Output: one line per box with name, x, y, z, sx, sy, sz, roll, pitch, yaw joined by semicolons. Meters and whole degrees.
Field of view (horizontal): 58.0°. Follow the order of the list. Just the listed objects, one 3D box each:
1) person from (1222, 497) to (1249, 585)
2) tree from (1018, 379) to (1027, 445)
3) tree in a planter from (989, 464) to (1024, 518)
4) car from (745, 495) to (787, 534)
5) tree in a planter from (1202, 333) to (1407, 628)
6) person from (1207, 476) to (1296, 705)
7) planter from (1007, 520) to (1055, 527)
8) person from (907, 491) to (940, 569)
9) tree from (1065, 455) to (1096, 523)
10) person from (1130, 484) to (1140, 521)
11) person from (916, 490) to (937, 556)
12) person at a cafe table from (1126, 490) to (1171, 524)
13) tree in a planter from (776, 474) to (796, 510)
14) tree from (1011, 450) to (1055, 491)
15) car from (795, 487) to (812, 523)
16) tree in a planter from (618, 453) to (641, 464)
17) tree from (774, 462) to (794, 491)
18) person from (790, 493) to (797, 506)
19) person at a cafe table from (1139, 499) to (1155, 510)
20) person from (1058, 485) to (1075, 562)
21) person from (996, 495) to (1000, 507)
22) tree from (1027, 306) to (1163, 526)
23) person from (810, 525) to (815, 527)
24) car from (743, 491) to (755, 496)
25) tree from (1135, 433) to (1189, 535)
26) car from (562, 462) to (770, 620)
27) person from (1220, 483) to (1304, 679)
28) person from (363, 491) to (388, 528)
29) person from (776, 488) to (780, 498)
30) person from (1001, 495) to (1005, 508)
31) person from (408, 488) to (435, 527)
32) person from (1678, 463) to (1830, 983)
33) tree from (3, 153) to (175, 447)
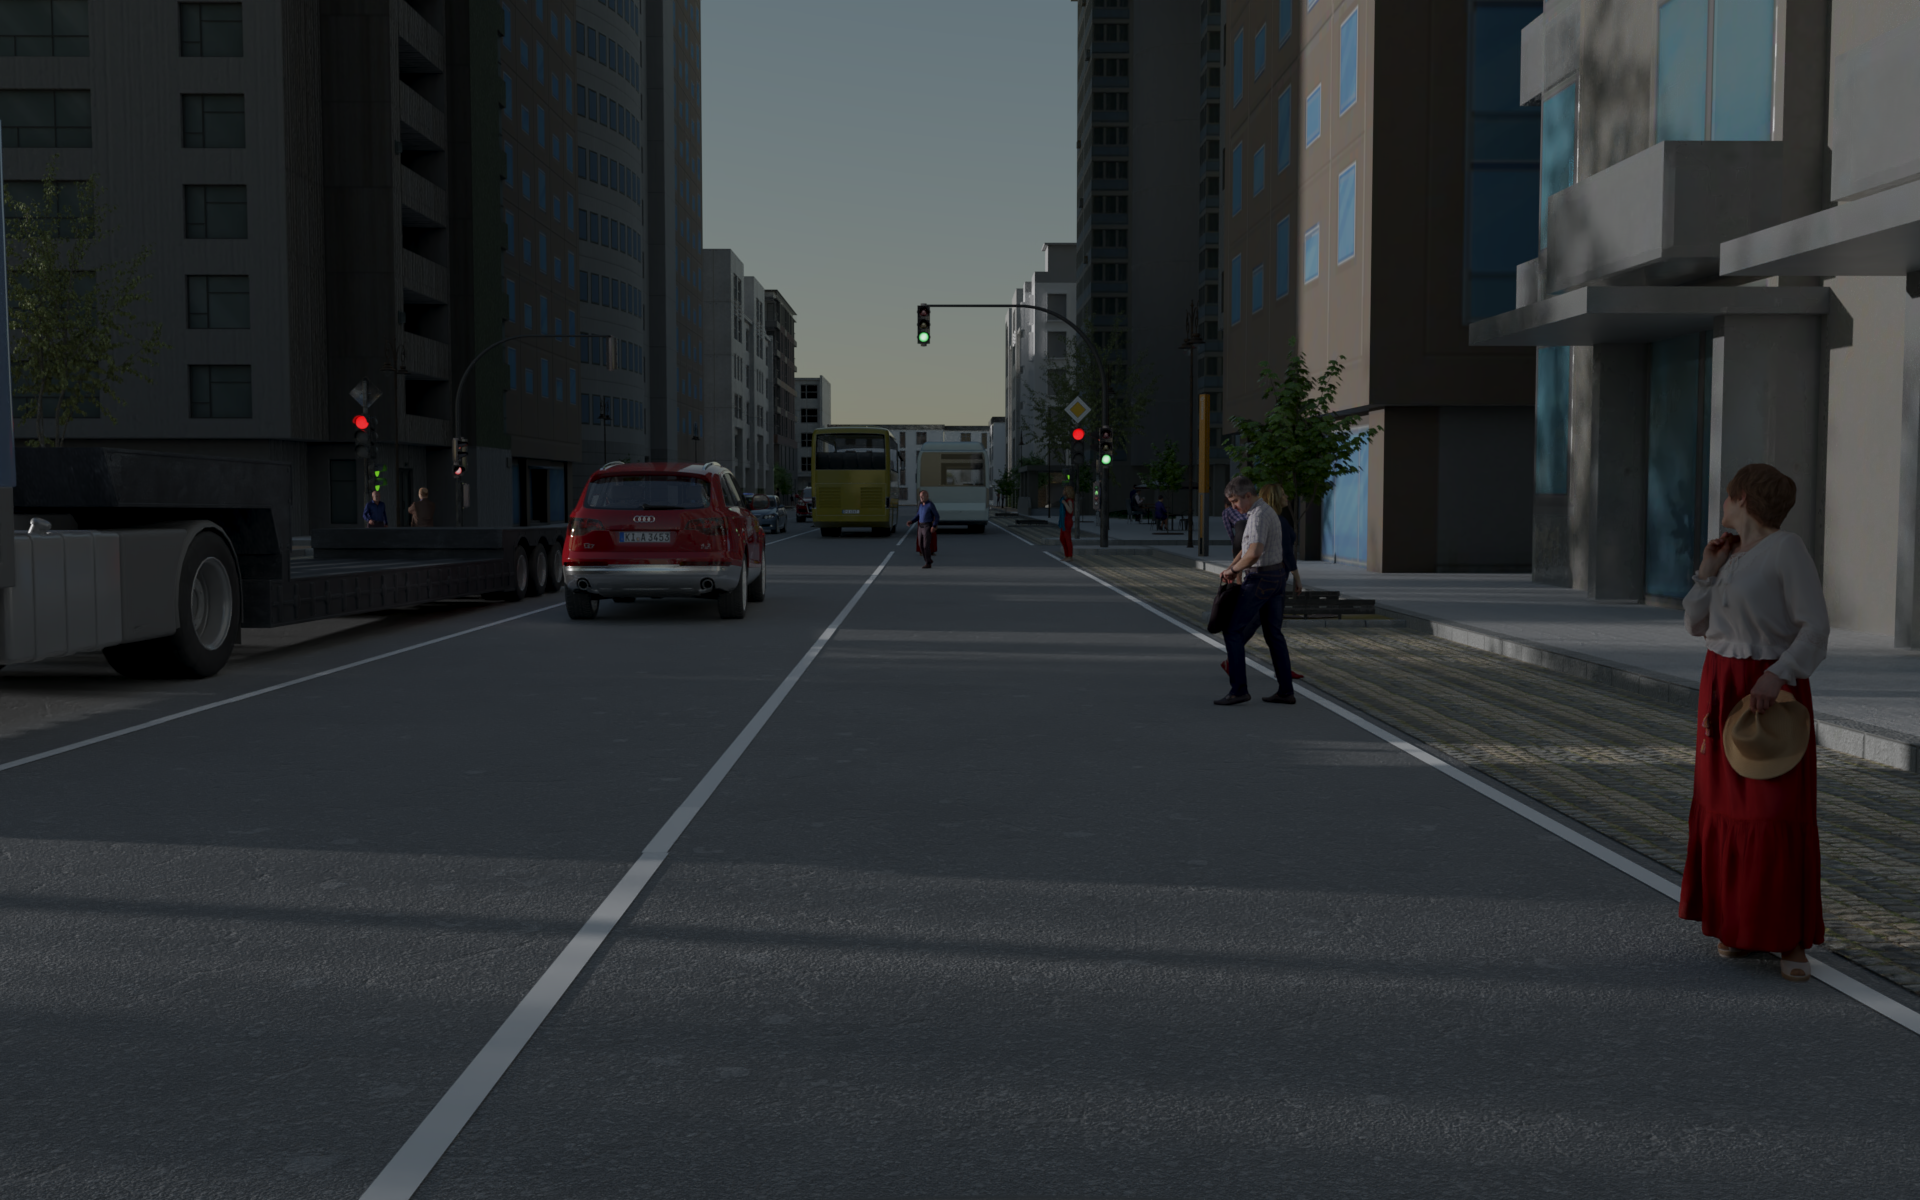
person;3.952;-0.784;24.544;0.421;1.427;0.697;-2;4;-23
tree;5.218;-8.383;87.421;4.737;8.622;4.395;0;3;0
tree in a planter;2.725;-6.422;102.223;1.991;3.239;1.994;0;4;-1
car;-7.348;-3.137;63.287;2.014;1.417;4.499;0;4;0
tree in a planter;3.759;-1.352;19.334;1.991;3.239;1.994;0;4;-1
person;1.983;-0.063;11.741;0.590;1.554;0.614;1;4;14
planter;3.066;-3.307;75.209;1.991;0.319;1.994;0;4;-1
person;-0.736;-1.360;33.429;0.600;1.496;0.574;-1;4;-16
tree;5.685;-5.133;78.524;1.663;3.219;1.824;0;3;0
person;8.209;-4.545;81.059;0.576;1.737;0.504;2;4;30
person;-0.781;-1.787;40.184;0.523;1.526;0.387;-1;4;-23
person at a cafe table;7.913;-4.002;73.956;1.622;1.524;1.698;-1;4;-15
tree in a planter;-15.272;-9.438;151.527;1.991;3.239;1.994;0;4;-1
tree;5.290;-8.844;128.307;4.285;4.588;4.351;0;3;0
car;-7.285;-4.904;88.850;2.281;1.827;5.304;0;4;-2
tree in a planter;-14.306;-4.735;74.642;1.991;3.239;1.994;0;4;-1
tree;-18.117;-11.432;170.631;4.285;4.588;4.351;0;3;0
person;-17.769;-10.760;185.163;0.799;1.438;0.628;0;3;0
person at a cafe table;10.348;-5.228;96.334;1.726;1.238;1.698;0;4;3
person;2.236;-1.621;36.707;0.444;1.614;0.593;1;4;21
person;3.672;-9.872;168.914;0.593;1.643;0.415;2;4;33
tree;5.719;-7.233;68.627;4.737;8.622;4.395;0;3;0
person;-6.145;-4.008;74.181;0.789;1.805;0.875;2;4;28
car;-15.122;-6.881;122.087;1.945;1.707;3.694;0;4;0
tree;6.627;-3.693;54.984;1.663;3.219;1.824;0;3;0
car;-3.535;-0.775;21.351;2.281;1.827;5.304;0;4;-2
person;2.344;-0.141;13.348;0.613;1.512;0.480;-2;4;-25
person;-11.857;-1.456;34.994;0.574;1.496;0.600;-1;4;-20
person;-17.592;-9.863;166.936;0.705;1.869;1.348;0;4;-7
person;3.882;-9.163;155.843;0.705;1.826;1.348;1;4;8
person;-9.856;-1.280;31.703;0.388;1.546;0.482;3;5;45
person;2.431;0.348;5.270;0.387;1.526;0.523;-1;4;-12
tree;-20.012;-5.386;38.422;4.737;8.622;4.395;0;3;0
